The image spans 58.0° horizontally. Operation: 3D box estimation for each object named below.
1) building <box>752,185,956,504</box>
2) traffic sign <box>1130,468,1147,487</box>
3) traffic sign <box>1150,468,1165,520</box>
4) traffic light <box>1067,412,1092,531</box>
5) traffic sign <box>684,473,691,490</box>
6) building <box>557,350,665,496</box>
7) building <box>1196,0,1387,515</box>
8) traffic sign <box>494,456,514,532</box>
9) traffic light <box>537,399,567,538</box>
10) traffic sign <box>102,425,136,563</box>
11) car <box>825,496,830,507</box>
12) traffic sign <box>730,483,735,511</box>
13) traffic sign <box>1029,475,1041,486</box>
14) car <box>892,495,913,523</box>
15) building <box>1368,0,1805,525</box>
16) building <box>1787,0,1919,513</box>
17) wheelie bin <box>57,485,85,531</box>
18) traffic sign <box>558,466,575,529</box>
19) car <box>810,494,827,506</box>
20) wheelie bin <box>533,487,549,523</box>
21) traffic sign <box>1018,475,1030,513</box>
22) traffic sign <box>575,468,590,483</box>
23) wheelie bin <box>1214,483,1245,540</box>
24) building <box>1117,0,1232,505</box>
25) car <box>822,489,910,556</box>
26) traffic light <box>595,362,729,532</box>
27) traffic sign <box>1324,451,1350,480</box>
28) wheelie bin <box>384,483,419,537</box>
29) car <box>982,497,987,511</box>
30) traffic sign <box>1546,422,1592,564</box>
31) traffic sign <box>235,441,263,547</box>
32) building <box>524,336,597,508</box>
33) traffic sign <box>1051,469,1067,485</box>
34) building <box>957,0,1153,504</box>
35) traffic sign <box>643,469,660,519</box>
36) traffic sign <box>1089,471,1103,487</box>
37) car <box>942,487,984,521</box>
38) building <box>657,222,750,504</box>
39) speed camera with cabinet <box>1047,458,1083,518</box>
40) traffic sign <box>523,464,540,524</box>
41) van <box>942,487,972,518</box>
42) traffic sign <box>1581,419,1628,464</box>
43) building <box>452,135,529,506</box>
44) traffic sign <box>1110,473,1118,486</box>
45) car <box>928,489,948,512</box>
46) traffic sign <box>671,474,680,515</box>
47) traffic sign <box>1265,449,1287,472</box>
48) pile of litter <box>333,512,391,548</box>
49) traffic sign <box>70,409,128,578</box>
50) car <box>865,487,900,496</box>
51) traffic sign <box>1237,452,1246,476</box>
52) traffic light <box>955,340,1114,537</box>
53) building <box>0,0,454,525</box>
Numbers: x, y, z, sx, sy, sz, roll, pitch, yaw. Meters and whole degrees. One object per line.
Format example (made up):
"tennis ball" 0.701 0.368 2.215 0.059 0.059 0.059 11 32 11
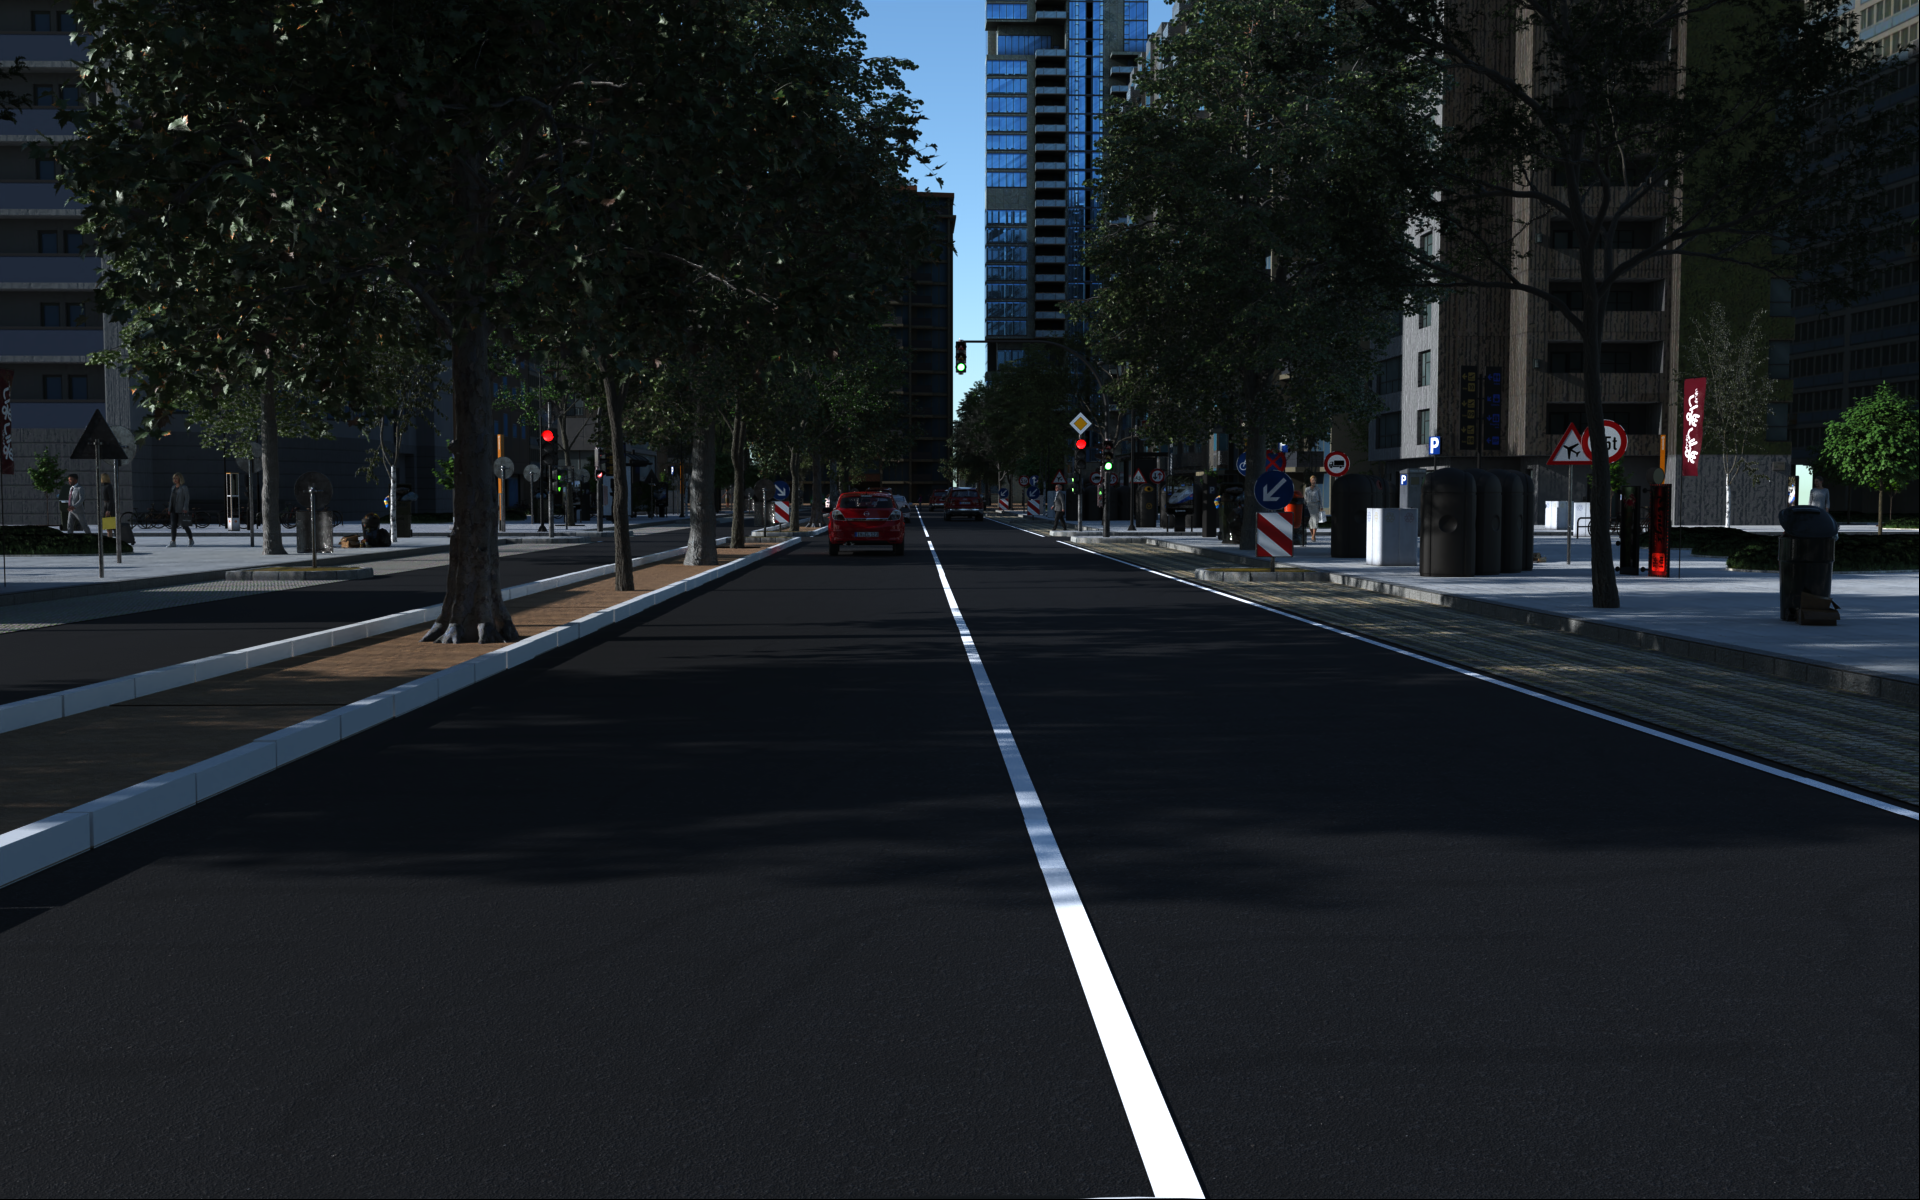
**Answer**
"building" -15.145 -35.953 242.455 28.867 44.769 22.147 0 4 -2
"traffic sign" 8.856 -5.262 86.038 0.884 2.594 0.081 0 4 2
"traffic sign" 9.760 -5.233 85.660 0.768 2.556 0.104 0 4 4
"traffic light" 4.105 -4.311 59.400 0.839 4.253 0.868 0 4 -2
"traffic sign" -16.837 -6.494 106.281 0.768 2.556 0.104 0 4 8
"building" -45.673 -36.139 180.104 27.495 52.752 28.713 0 4 -2
"building" 29.575 -28.484 120.335 22.147 44.769 28.867 0 4 -2
"traffic sign" -15.480 -3.585 58.714 0.768 2.556 0.104 0 4 8
"traffic light" -12.025 -3.794 50.945 0.839 4.253 0.868 0 4 -2
"traffic sign" -15.600 -1.954 32.055 0.768 2.556 0.104 0 4 5
"car" -12.013 -9.515 167.930 2.083 1.381 4.827 0 4 -1
"traffic sign" -17.637 -8.168 133.659 0.768 2.556 0.104 0 4 2
"traffic sign" 5.047 -7.120 116.521 0.768 2.556 0.104 0 4 2
"car" -3.413 -4.557 86.870 2.083 1.381 4.827 0 4 -2
"building" 26.878 -18.657 76.741 14.107 30.474 14.160 0 4 -2
"building" 59.591 -24.448 91.602 23.993 40.220 32.217 0 4 -2
"wheelie bin" -31.015 -3.213 60.443 0.980 1.594 0.693 0 4 -1
"traffic sign" -14.270 -3.711 62.798 0.606 2.300 0.079 0 4 -1
"car" -16.057 -11.480 196.497 1.959 1.807 4.718 0 4 -3
"wheelie bin" -18.580 -4.214 76.804 0.693 1.594 0.980 -3 5 -39
"traffic sign" 4.334 -7.156 117.107 0.768 2.556 0.104 0 4 8
"traffic sign" -18.794 -5.266 86.210 0.768 2.556 0.104 0 4 3
"wheelie bin" 7.592 -2.465 48.213 0.980 1.594 0.693 0 4 -6
"building" 28.498 -34.299 180.391 23.786 49.044 30.456 0 4 -2
"car" -2.269 -2.010 41.907 2.155 1.783 4.494 0 4 -3
"traffic light" -10.160 -5.159 59.020 4.771 5.953 1.251 0 4 -2
"traffic sign" 11.138 -3.131 51.291 0.768 2.556 0.104 0 4 2
"wheelie bin" -16.522 -2.650 51.232 0.980 1.594 0.693 -1 4 -16
"car" 1.366 -8.627 150.833 2.009 1.686 4.222 0 4 -2
"traffic sign" 11.096 -1.927 31.506 0.884 2.594 0.081 0 4 3
"traffic sign" -17.182 -2.561 41.978 0.768 2.556 0.104 0 4 0
"building" -47.334 -27.696 144.713 32.217 40.220 23.993 0 4 -2
"traffic sign" 5.180 -5.522 90.281 0.884 2.594 0.081 0 4 5
"building" 15.066 -56.806 241.451 31.000 86.520 22.319 0 4 -2
"traffic sign" -15.917 -5.468 89.408 0.884 2.594 0.081 0 4 4
"traffic sign" 7.648 -5.945 97.314 0.768 2.556 0.104 0 4 2
"car" 0.174 -5.176 93.293 2.281 1.827 5.304 0 4 -2
"building" -36.493 -33.888 237.667 14.086 41.232 14.154 0 4 -2
"speed camera with cabinet" 5.668 -6.045 93.175 2.038 3.252 0.660 -2 4 -34
"traffic sign" -18.246 -4.508 73.803 0.768 2.556 0.104 0 4 8
"van" -0.097 -5.928 103.934 2.013 2.044 4.112 0 4 -1
"traffic sign" 11.006 -1.808 29.666 0.768 2.556 0.104 0 4 8
"building" -37.707 -28.510 116.242 14.600 45.320 14.200 0 4 -2
"traffic sign" 9.072 -6.322 103.478 0.768 2.556 0.104 0 4 7
"car" -1.494 -8.149 141.907 2.281 1.827 5.304 0 4 -2
"traffic sign" -17.579 -6.597 107.867 0.884 2.594 0.081 0 4 1
"traffic sign" 8.759 -2.965 48.577 0.768 2.556 0.104 0 4 7
"pile of litter" -14.440 -1.700 41.759 1.176 0.858 1.719 2 4 31
"traffic sign" -13.160 -1.619 26.478 0.884 2.594 0.081 0 4 0
"car" -4.576 -5.507 98.714 2.281 1.827 5.304 0 4 0
"traffic sign" 8.576 -3.134 51.346 0.768 2.556 0.104 0 4 6
"traffic light" 2.241 -4.682 51.219 4.771 5.953 1.251 0 4 -2
"building" -39.353 -33.167 84.276 21.231 58.520 28.212 0 4 -2
